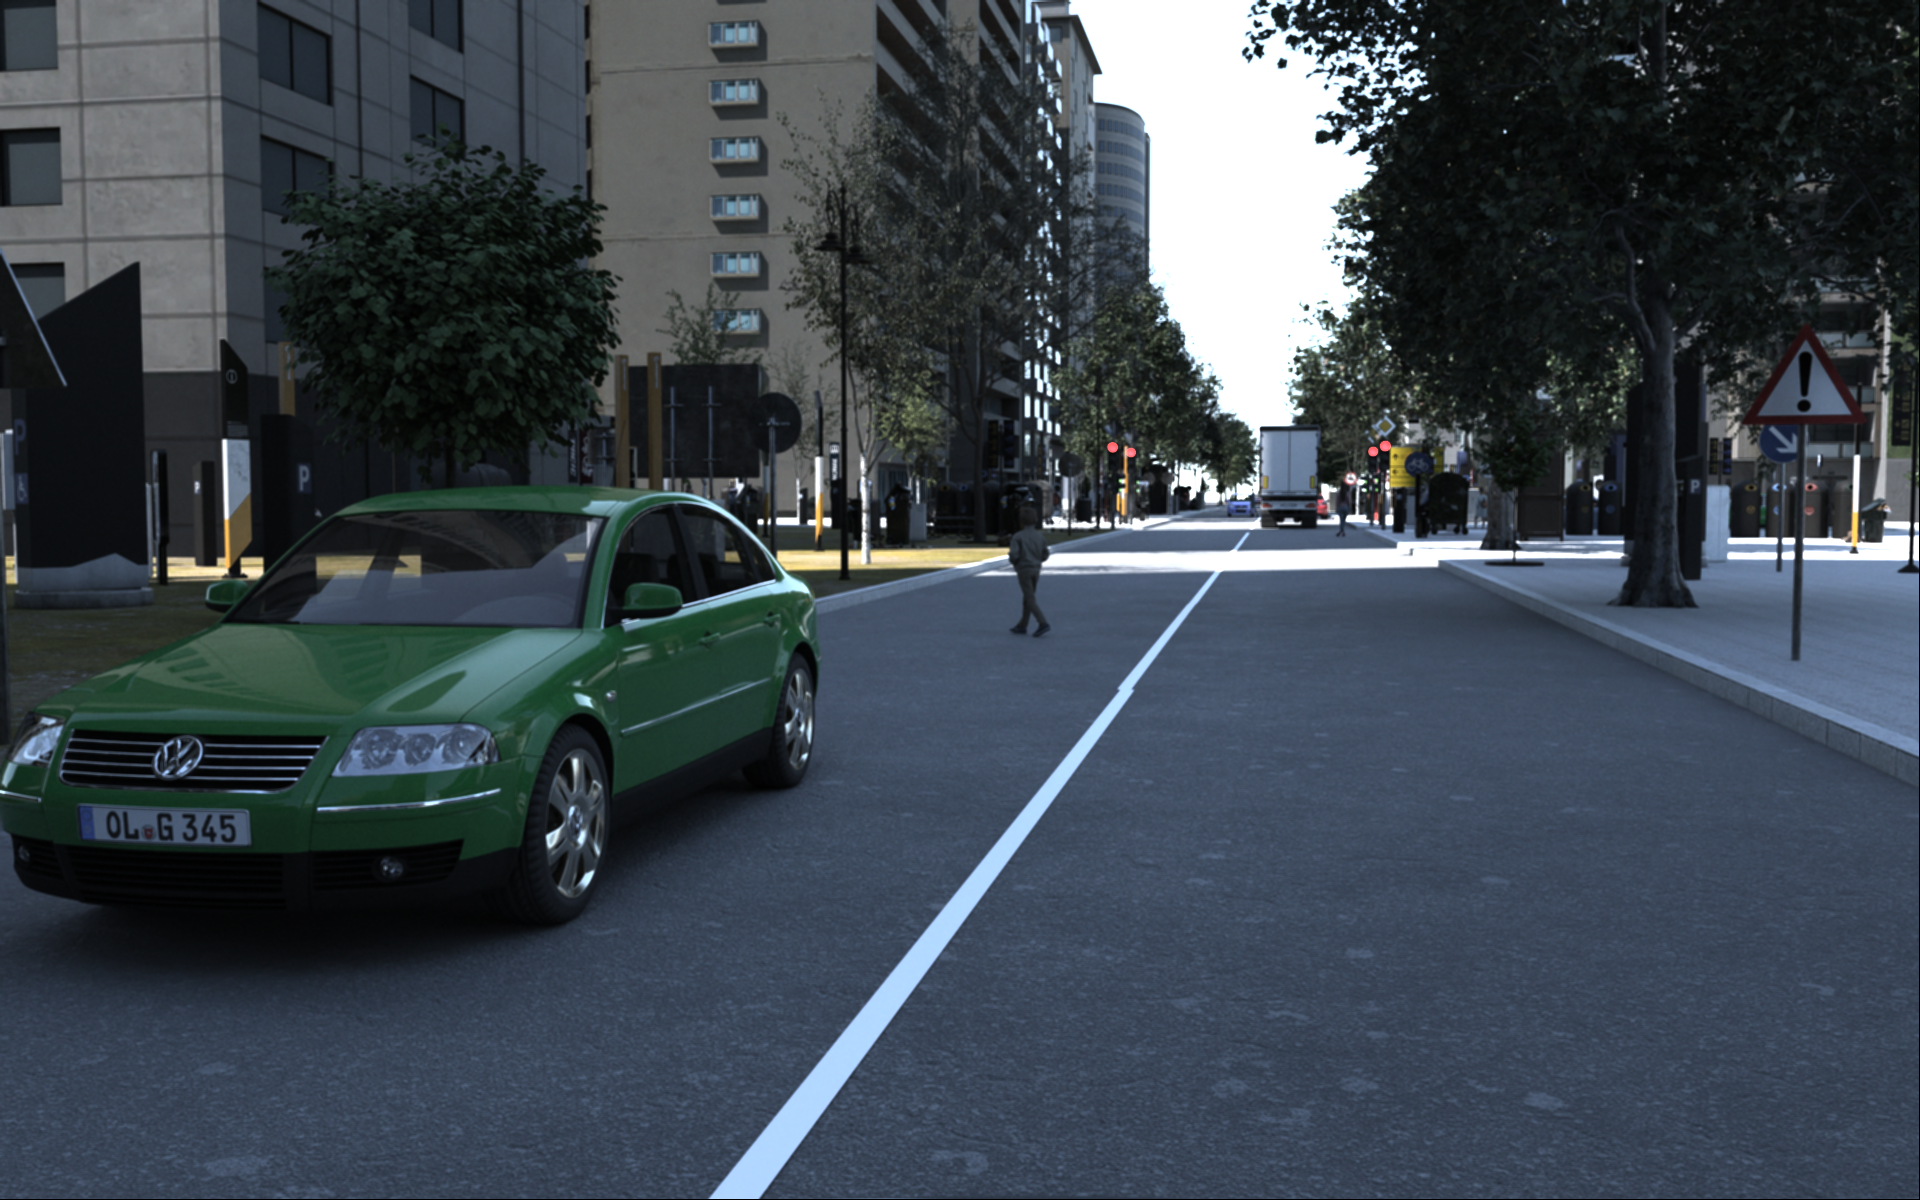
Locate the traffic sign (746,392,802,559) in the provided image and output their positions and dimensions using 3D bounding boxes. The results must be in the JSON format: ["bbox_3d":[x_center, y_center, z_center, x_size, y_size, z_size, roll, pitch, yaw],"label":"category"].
[{"bbox_3d":[-2.341,-1.321,21.704,0.768,2.556,0.104,1,4,19],"label":"traffic sign"}]

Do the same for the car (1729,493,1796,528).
[{"bbox_3d":[28.723,-3.329,63.232,4.718,1.807,1.959,1,4,8],"label":"car"}]

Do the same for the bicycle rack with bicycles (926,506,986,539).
[{"bbox_3d":[-0.573,-2.221,49.699,2.925,0.926,2.852,-1,4,-15],"label":"bicycle rack with bicycles"}]

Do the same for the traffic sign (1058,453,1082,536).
[{"bbox_3d":[3.385,-3.263,53.456,0.768,2.556,0.104,1,4,13],"label":"traffic sign"}]

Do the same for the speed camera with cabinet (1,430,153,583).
[{"bbox_3d":[-13.123,-1.913,25.606,0.660,3.252,2.038,3,5,43],"label":"speed camera with cabinet"}]

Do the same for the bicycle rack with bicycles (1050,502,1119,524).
[{"bbox_3d":[5.297,-3.789,75.327,2.925,0.926,2.852,1,4,18],"label":"bicycle rack with bicycles"}]

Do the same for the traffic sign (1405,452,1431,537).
[{"bbox_3d":[13.775,-3.184,52.169,0.768,2.556,0.104,1,4,14],"label":"traffic sign"}]

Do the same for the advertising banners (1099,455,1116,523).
[{"bbox_3d":[6.610,-5.020,78.265,0.090,3.025,2.074,1,4,23],"label":"advertising banners"}]

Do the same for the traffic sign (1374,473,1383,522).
[{"bbox_3d":[19.495,-4.862,80.675,0.795,2.450,0.064,1,4,16],"label":"traffic sign"}]

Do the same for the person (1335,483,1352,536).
[{"bbox_3d":[12.964,-3.059,58.529,0.555,1.821,0.388,0,4,-2],"label":"person"}]

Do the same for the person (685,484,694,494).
[{"bbox_3d":[-11.083,-3.815,70.851,0.573,1.828,0.580,-2,4,-35],"label":"person"}]

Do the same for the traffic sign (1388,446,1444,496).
[{"bbox_3d":[19.314,-4.861,73.346,2.265,3.308,0.079,1,4,17],"label":"traffic sign"}]

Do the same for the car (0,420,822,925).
[{"bbox_3d":[-1.888,0.093,7.277,1.959,1.807,4.718,1,4,10],"label":"car"}]

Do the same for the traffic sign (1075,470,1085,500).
[{"bbox_3d":[5.654,-5.113,83.706,0.768,2.556,0.104,1,4,12],"label":"traffic sign"}]

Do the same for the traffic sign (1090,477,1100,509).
[{"bbox_3d":[8.117,-6.228,103.952,0.606,2.300,0.079,1,4,18],"label":"traffic sign"}]

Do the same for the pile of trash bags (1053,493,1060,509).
[{"bbox_3d":[6.133,-7.754,136.523,3.447,1.369,1.912,0,4,-1],"label":"pile of trash bags"}]

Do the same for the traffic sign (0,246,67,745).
[{"bbox_3d":[-4.899,-0.538,8.803,0.884,2.594,0.081,1,4,19],"label":"traffic sign"}]

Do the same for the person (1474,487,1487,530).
[{"bbox_3d":[19.798,-3.442,65.777,0.512,1.701,0.522,-2,4,-25],"label":"person"}]

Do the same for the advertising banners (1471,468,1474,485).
[{"bbox_3d":[35.143,-7.376,116.786,2.074,3.025,0.090,1,4,19],"label":"advertising banners"}]

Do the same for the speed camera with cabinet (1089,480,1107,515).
[{"bbox_3d":[8.543,-6.918,107.444,0.660,3.252,2.038,1,4,21],"label":"speed camera with cabinet"}]

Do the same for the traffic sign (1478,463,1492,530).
[{"bbox_3d":[17.810,-3.559,58.303,0.768,2.556,0.104,1,4,16],"label":"traffic sign"}]

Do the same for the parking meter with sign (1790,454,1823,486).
[{"bbox_3d":[36.996,-4.900,76.382,1.738,3.016,0.543,1,4,16],"label":"parking meter with sign"}]

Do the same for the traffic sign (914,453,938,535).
[{"bbox_3d":[-1.058,-3.270,53.570,0.768,2.556,0.104,1,4,12],"label":"traffic sign"}]

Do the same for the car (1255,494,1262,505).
[{"bbox_3d":[34.365,-11.678,199.974,2.155,1.783,4.494,1,4,10],"label":"car"}]

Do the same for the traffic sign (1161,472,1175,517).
[{"bbox_3d":[11.784,-6.005,98.283,0.768,2.556,0.104,1,4,13],"label":"traffic sign"}]

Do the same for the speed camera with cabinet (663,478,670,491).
[{"bbox_3d":[-24.282,-9.320,146.712,2.038,3.252,0.660,-3,5,-45],"label":"speed camera with cabinet"}]

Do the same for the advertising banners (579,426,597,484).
[{"bbox_3d":[-10.373,-2.995,45.153,2.074,3.025,0.090,1,4,17],"label":"advertising banners"}]

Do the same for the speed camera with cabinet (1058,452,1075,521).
[{"bbox_3d":[5.119,-5.360,81.968,0.660,3.252,2.038,0,4,5],"label":"speed camera with cabinet"}]

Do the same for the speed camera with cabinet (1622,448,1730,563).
[{"bbox_3d":[13.385,-2.325,32.347,2.038,3.252,0.660,-1,4,-20],"label":"speed camera with cabinet"}]

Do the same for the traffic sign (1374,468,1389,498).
[{"bbox_3d":[19.055,-4.804,78.550,0.884,2.594,0.081,1,4,13],"label":"traffic sign"}]

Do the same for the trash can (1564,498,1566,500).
[{"bbox_3d":[38.094,-6.051,110.592,0.748,1.137,0.748,0,3,0],"label":"trash can"}]

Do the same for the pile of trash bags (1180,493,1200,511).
[{"bbox_3d":[17.850,-7.742,136.326,1.912,1.369,3.447,0,4,3],"label":"pile of trash bags"}]

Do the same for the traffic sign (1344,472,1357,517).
[{"bbox_3d":[22.262,-6.032,98.724,0.768,2.556,0.104,1,4,15],"label":"traffic sign"}]

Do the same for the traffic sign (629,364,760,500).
[{"bbox_3d":[-4.224,-2.046,27.320,2.265,3.308,0.079,1,4,15],"label":"traffic sign"}]

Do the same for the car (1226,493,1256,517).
[{"bbox_3d":[17.955,-6.183,110.678,1.945,1.707,3.694,1,4,9],"label":"car"}]

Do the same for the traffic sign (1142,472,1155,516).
[{"bbox_3d":[10.931,-6.138,100.458,0.768,2.556,0.104,1,4,20],"label":"traffic sign"}]

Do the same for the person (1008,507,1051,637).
[{"bbox_3d":[0.684,-0.289,17.502,0.475,1.303,0.640,-3,5,-44],"label":"person"}]

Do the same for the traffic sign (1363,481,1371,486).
[{"bbox_3d":[27.270,-7.075,115.674,0.884,2.594,0.081,1,4,12],"label":"traffic sign"}]

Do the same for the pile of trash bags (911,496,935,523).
[{"bbox_3d":[-1.711,-4.074,76.368,1.912,1.369,3.447,-3,5,-41],"label":"pile of trash bags"}]

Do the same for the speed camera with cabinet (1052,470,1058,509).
[{"bbox_3d":[7.093,-8.885,139.603,2.038,3.252,0.660,-1,4,-21],"label":"speed camera with cabinet"}]

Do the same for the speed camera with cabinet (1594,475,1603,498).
[{"bbox_3d":[30.682,-5.504,84.322,0.660,3.252,2.038,-3,4,-37],"label":"speed camera with cabinet"}]

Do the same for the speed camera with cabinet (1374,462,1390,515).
[{"bbox_3d":[26.268,-6.869,106.643,0.660,3.252,2.038,-2,4,-27],"label":"speed camera with cabinet"}]

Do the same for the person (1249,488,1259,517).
[{"bbox_3d":[18.036,-5.989,106.449,0.654,1.822,0.581,3,5,41],"label":"person"}]

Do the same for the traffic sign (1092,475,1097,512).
[{"bbox_3d":[8.344,-6.463,105.779,0.768,2.556,0.104,1,4,18],"label":"traffic sign"}]

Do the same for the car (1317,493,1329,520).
[{"bbox_3d":[20.026,-5.497,98.910,2.155,1.783,4.494,1,4,9],"label":"car"}]

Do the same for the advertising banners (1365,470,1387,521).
[{"bbox_3d":[19.870,-5.285,82.604,0.090,3.025,2.074,-1,4,-15],"label":"advertising banners"}]

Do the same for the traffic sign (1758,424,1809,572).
[{"bbox_3d":[13.540,-1.740,28.552,0.768,2.556,0.104,1,4,11],"label":"traffic sign"}]

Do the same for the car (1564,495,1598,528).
[{"bbox_3d":[23.495,-3.244,65.045,4.499,1.417,2.014,1,4,10],"label":"car"}]

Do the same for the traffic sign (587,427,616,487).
[{"bbox_3d":[-5.394,-1.481,26.345,0.606,2.300,0.079,1,4,15],"label":"traffic sign"}]

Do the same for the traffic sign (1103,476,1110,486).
[{"bbox_3d":[9.322,-6.772,111.912,0.795,2.450,0.064,1,4,11],"label":"traffic sign"}]
